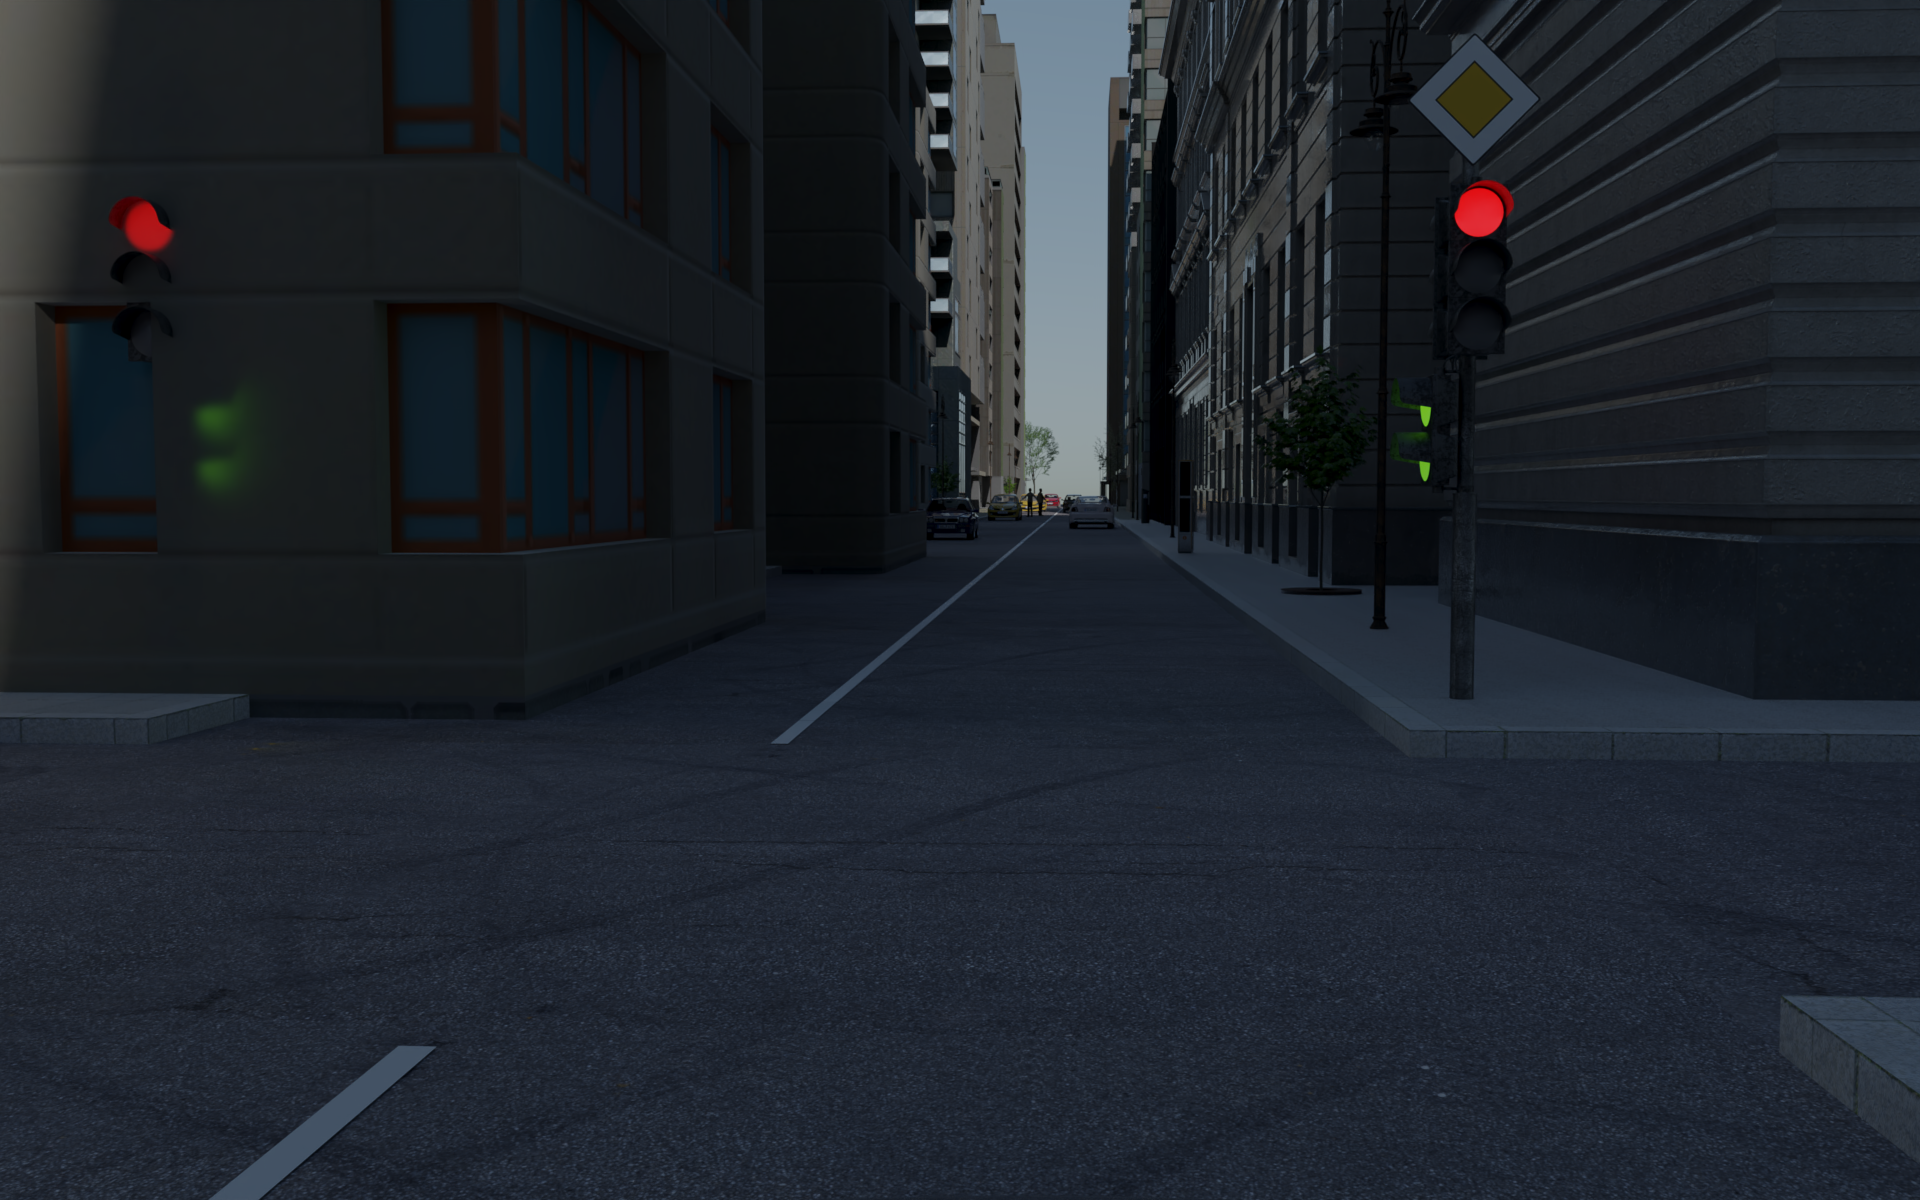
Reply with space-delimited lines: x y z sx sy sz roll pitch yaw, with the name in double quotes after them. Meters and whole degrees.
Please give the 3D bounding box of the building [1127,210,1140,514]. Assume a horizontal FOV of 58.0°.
25.427 -16.533 115.354 27.650 21.520 28.899 0 4 4 "building"

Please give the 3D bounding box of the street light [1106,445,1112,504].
14.031 -11.539 161.444 0.468 5.910 1.993 0 4 4 "street light"

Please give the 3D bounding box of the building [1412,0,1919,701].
14.499 -11.336 14.223 19.941 23.489 11.050 0 4 4 "building"

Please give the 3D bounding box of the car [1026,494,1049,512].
6.107 -7.877 139.013 2.015 1.641 3.980 0 4 2 "car"

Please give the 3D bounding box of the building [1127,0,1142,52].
25.276 -32.129 144.919 23.786 49.044 30.456 0 4 4 "building"

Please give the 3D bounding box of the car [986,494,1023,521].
2.445 -5.114 93.844 2.015 1.641 3.980 0 4 5 "car"

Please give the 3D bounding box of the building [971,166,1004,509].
-3.469 -23.303 152.711 14.160 30.474 14.107 0 4 4 "building"

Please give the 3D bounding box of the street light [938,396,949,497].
-0.791 -6.581 80.379 0.468 5.910 1.993 0 4 4 "street light"

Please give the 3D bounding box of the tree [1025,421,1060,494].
10.447 -19.586 245.986 9.928 11.665 9.643 0 3 0 "tree"

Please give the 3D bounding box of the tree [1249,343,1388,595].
4.544 -1.697 22.355 1.663 3.219 1.824 0 3 0 "tree"

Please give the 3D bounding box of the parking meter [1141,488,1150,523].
8.122 -4.123 75.826 0.372 1.533 0.369 0 3 0 "parking meter"

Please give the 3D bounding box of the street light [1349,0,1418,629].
3.991 -2.662 16.310 0.468 5.910 1.993 0 4 4 "street light"

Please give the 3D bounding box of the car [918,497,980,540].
-0.327 -2.615 55.336 1.945 1.354 3.894 0 4 3 "car"

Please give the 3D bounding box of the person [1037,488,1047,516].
5.317 -6.427 113.674 0.705 1.812 1.348 -2 4 -25 "person"

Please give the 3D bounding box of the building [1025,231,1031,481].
-2.951 -36.817 221.573 23.786 49.044 30.456 0 4 4 "building"

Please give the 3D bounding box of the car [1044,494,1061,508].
9.357 -10.320 177.766 2.155 1.783 4.494 0 4 6 "car"

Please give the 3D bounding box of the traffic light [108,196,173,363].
-5.114 -1.369 11.307 0.839 4.253 0.868 0 4 4 "traffic light"

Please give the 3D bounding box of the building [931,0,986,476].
-12.093 -33.175 131.649 28.713 52.752 27.495 0 4 4 "building"

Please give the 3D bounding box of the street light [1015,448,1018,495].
5.518 -12.170 171.769 0.468 5.910 1.993 0 4 4 "street light"

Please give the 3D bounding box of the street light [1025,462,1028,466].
7.852 -14.268 206.073 0.468 5.910 1.993 0 4 4 "street light"

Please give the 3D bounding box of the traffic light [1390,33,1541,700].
3.129 -1.335 10.755 0.839 4.253 0.868 0 4 4 "traffic light"

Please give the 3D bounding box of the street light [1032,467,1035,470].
10.258 -16.371 240.445 0.468 5.910 1.993 0 4 4 "street light"

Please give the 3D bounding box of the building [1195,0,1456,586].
11.674 -14.550 35.159 12.463 27.353 25.104 0 4 4 "building"

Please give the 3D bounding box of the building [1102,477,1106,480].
28.868 -35.772 204.478 23.786 49.044 30.456 0 4 4 "building"

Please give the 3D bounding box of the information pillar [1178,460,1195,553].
4.901 -2.022 37.546 0.304 2.012 0.304 1 4 17 "information pillar"

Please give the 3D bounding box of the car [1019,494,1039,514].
5.174 -7.253 128.804 2.015 1.641 3.980 0 4 3 "car"

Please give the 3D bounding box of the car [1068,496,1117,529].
5.559 -3.694 72.764 2.083 1.381 4.827 0 4 6 "car"

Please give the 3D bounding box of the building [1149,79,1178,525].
15.032 -15.154 77.452 12.332 23.373 15.834 0 4 4 "building"

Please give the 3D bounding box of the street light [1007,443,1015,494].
4.493 -11.305 157.626 0.468 5.910 1.993 0 4 4 "street light"

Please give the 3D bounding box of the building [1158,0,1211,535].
12.982 -13.617 58.802 11.583 22.565 21.152 0 4 4 "building"

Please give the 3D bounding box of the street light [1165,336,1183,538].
6.259 -4.774 50.841 0.468 5.910 1.993 0 4 4 "street light"

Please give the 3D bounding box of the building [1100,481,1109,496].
35.006 -33.008 231.563 32.217 40.220 23.993 0 4 4 "building"

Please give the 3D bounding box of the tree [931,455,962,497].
-0.693 -5.576 85.773 1.663 3.219 1.824 0 3 0 "tree"

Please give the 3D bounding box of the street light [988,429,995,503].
2.183 -9.194 123.106 0.468 5.910 1.993 0 4 4 "street light"

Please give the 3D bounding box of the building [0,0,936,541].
-15.879 -13.462 65.150 27.650 21.520 28.899 0 4 4 "building"

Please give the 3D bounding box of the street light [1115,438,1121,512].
11.572 -9.432 127.008 0.468 5.910 1.993 0 4 4 "street light"

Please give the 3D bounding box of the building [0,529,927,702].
-15.554 -11.047 25.654 27.650 21.520 28.899 0 4 4 "building"

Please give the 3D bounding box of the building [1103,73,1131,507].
22.548 -32.574 182.687 14.600 45.320 14.200 0 4 4 "building"

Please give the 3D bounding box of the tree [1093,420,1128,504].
15.308 -13.505 171.165 4.360 8.622 3.978 0 3 0 "tree"

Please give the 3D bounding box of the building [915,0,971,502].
-10.165 -48.213 100.950 22.319 86.520 31.000 0 4 4 "building"

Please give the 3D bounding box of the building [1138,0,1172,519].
16.749 -25.070 93.490 14.154 41.232 14.086 0 4 4 "building"

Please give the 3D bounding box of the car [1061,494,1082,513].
8.806 -7.588 133.851 2.009 1.686 4.222 0 4 4 "car"

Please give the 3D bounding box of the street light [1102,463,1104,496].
14.938 -12.436 176.111 0.468 5.910 1.993 0 4 4 "street light"

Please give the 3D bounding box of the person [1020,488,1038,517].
4.383 -6.137 108.856 1.348 1.823 0.705 2 4 34 "person"

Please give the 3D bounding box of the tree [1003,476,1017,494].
4.611 -10.230 161.859 1.663 3.219 1.824 0 3 0 "tree"

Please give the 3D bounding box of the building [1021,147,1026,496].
0.283 -31.496 198.546 14.154 41.232 14.086 0 4 4 "building"

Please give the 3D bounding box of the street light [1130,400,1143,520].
8.737 -6.870 85.113 0.468 5.910 1.993 0 4 4 "street light"

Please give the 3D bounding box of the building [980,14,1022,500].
-4.605 -34.055 180.505 21.300 48.544 21.600 0 4 4 "building"
